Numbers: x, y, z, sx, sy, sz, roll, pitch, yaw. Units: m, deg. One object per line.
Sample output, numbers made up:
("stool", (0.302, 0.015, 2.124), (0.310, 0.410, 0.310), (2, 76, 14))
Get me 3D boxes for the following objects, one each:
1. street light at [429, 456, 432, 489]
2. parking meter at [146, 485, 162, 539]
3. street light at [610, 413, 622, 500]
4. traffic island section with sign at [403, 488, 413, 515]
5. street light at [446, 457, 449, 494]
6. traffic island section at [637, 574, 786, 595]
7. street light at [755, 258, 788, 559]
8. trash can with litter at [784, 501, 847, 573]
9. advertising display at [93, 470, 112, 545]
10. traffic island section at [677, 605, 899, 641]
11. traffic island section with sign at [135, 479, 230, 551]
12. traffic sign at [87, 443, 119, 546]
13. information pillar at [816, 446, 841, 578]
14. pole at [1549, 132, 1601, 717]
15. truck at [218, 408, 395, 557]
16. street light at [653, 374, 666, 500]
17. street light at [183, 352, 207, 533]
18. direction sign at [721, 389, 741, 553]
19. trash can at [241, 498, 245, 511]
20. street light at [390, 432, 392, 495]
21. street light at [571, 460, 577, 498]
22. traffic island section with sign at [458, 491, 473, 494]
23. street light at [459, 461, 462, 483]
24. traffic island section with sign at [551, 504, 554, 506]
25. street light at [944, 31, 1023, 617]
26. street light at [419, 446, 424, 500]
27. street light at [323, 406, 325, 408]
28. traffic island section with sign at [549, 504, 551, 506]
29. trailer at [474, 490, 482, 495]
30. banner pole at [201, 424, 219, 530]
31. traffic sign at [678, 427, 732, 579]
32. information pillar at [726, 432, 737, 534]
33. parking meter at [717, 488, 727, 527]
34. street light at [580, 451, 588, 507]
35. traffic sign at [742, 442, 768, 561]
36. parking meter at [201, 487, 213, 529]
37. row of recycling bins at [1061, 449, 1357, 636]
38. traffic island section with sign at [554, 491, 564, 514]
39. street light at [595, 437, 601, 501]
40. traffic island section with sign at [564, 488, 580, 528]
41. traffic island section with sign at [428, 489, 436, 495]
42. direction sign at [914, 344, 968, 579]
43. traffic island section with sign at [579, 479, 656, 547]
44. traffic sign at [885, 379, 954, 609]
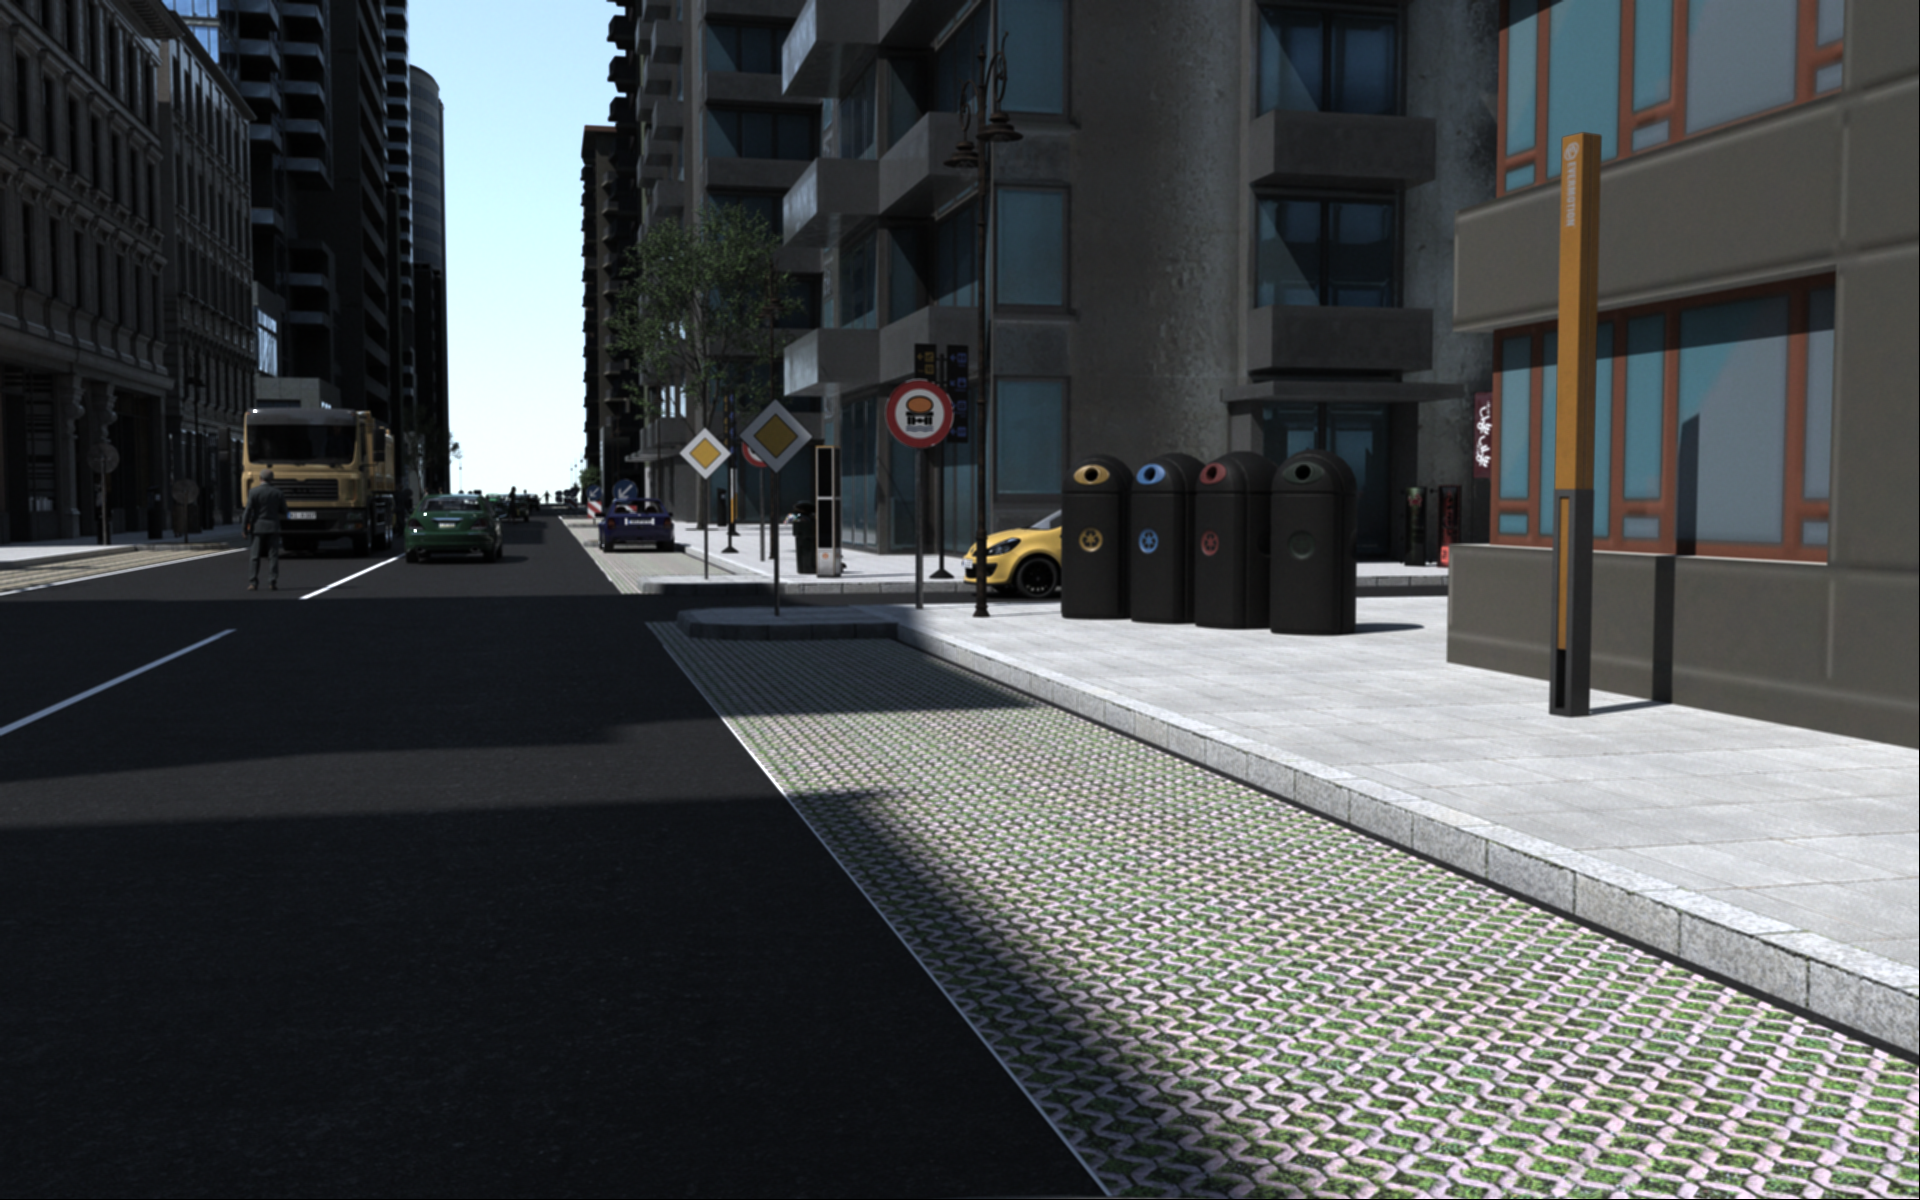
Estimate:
("street light", (-54.513, -12.583, 178.514), (0.468, 5.910, 1.993), (-1, 4, -14))
("parking meter", (-22.912, -2.499, 49.267), (0.372, 1.533, 0.369), (0, 3, 0))
("street light", (-19.534, -7.723, 99.051), (0.468, 5.910, 1.993), (-1, 4, -14))
("traffic island section with sign", (-38.179, -6.809, 119.959), (1.989, 1.847, 2.006), (-1, 4, -14))
("street light", (-62.535, -14.601, 211.507), (0.468, 5.910, 1.993), (-1, 4, -14))
("traffic island section", (-3.792, -0.230, 26.045), (2.009, 0.180, 2.903), (-1, 4, -14))
("street light", (-3.693, -3.747, 34.050), (0.468, 5.910, 1.993), (-1, 4, -14))
("trash can with litter", (-2.328, -1.022, 28.103), (0.624, 1.170, 1.055), (2, 4, 29))
("advertising display", (-21.692, -2.362, 43.837), (0.123, 1.923, 0.974), (-3, 5, -43))
("traffic island section", (-1.913, 0.244, 18.284), (2.009, 0.180, 2.903), (-1, 4, -14))
("traffic island section with sign", (-19.847, -2.183, 44.316), (1.989, 1.847, 2.006), (-1, 4, -14))
("traffic sign", (-21.252, -2.622, 42.968), (0.768, 2.556, 0.104), (0, 4, -6))
("information pillar", (-2.015, -1.351, 26.577), (0.304, 2.012, 0.304), (1, 4, 17))
("pole", (3.534, -0.985, 9.948), (0.158, 3.312, 0.155), (0, 3, 0))
("truck", (-15.309, -2.797, 41.651), (3.469, 3.379, 9.791), (-1, 4, -14))
("street light", (-11.625, -5.756, 66.893), (0.468, 5.910, 1.993), (-1, 4, -14))
("street light", (-24.834, -5.112, 56.371), (0.468, 5.910, 1.993), (-1, 4, -14))
("direction sign", (-5.027, -2.798, 37.751), (0.379, 3.537, 0.876), (-1, 4, -21))
("trash can", (-27.041, -3.327, 66.055), (0.748, 1.137, 0.748), (0, 3, 0))
("street light", (-42.680, -9.615, 129.988), (0.468, 5.910, 1.993), (-1, 4, -14))
("street light", (-49.139, -15.219, 221.624), (0.468, 5.910, 1.993), (-1, 4, -14))
("traffic island section with sign", (-57.776, -11.759, 200.893), (1.989, 1.847, 2.006), (-1, 4, -14))
("street light", (-70.251, -16.569, 243.694), (0.468, 5.910, 1.993), (-1, 4, -14))
("traffic island section with sign", (-33.878, -8.576, 148.842), (1.989, 1.847, 2.006), (-1, 4, -14))
("street light", (0.224, -2.761, 17.937), (0.468, 5.910, 1.993), (-1, 4, -14))
("street light", (-50.574, -11.609, 162.586), (0.468, 5.910, 1.993), (-1, 4, -14))
("street light", (-32.799, -7.138, 89.495), (0.468, 5.910, 1.993), (-1, 4, -14))
("traffic island section with sign", (-47.109, -11.915, 203.439), (1.989, 1.847, 2.006), (-1, 4, -14))
("trailer", (-69.685, -14.867, 250.125), (1.471, 1.999, 3.904), (-1, 4, -12))
("banner pole", (-26.865, -4.408, 62.089), (0.401, 3.779, 0.863), (1, 4, 16))
("traffic sign", (-3.813, -1.365, 25.963), (0.795, 2.450, 0.064), (-1, 4, -14))
("information pillar", (-7.209, -3.882, 54.830), (0.183, 3.616, 0.504), (-2, 4, -35))
("parking meter", (-9.391, -3.666, 68.350), (0.372, 1.533, 0.369), (0, 3, 0))
("street light", (-37.518, -12.276, 173.508), (0.468, 5.910, 1.993), (-1, 4, -14))
("traffic sign", (-3.767, -2.011, 32.986), (0.768, 2.556, 0.104), (-1, 4, -12))
("parking meter", (-27.525, -3.359, 63.329), (0.372, 1.533, 0.369), (0, 3, 0))
("row of recycling bins", (2.385, -0.610, 17.084), (1.069, 1.692, 3.534), (-3, 5, -42))
("traffic island section with sign", (-27.531, -6.973, 122.642), (1.989, 1.847, 2.006), (-1, 4, -14))
("street light", (-29.514, -10.295, 141.108), (0.468, 5.910, 1.993), (-1, 4, -14))
("traffic island section with sign", (-15.799, -4.011, 74.206), (1.989, 1.847, 2.006), (-1, 4, -14))
("traffic island section with sign", (-44.689, -8.455, 146.859), (1.989, 1.847, 2.006), (-1, 4, -14))
("direction sign", (-0.279, -2.099, 26.316), (0.876, 3.537, 0.379), (-2, 4, -24))
("traffic island section with sign", (-9.254, -2.358, 47.187), (1.989, 1.847, 2.006), (-1, 4, -14))
("traffic sign", (-0.453, -1.171, 19.256), (0.768, 2.556, 0.104), (-1, 4, -8))
